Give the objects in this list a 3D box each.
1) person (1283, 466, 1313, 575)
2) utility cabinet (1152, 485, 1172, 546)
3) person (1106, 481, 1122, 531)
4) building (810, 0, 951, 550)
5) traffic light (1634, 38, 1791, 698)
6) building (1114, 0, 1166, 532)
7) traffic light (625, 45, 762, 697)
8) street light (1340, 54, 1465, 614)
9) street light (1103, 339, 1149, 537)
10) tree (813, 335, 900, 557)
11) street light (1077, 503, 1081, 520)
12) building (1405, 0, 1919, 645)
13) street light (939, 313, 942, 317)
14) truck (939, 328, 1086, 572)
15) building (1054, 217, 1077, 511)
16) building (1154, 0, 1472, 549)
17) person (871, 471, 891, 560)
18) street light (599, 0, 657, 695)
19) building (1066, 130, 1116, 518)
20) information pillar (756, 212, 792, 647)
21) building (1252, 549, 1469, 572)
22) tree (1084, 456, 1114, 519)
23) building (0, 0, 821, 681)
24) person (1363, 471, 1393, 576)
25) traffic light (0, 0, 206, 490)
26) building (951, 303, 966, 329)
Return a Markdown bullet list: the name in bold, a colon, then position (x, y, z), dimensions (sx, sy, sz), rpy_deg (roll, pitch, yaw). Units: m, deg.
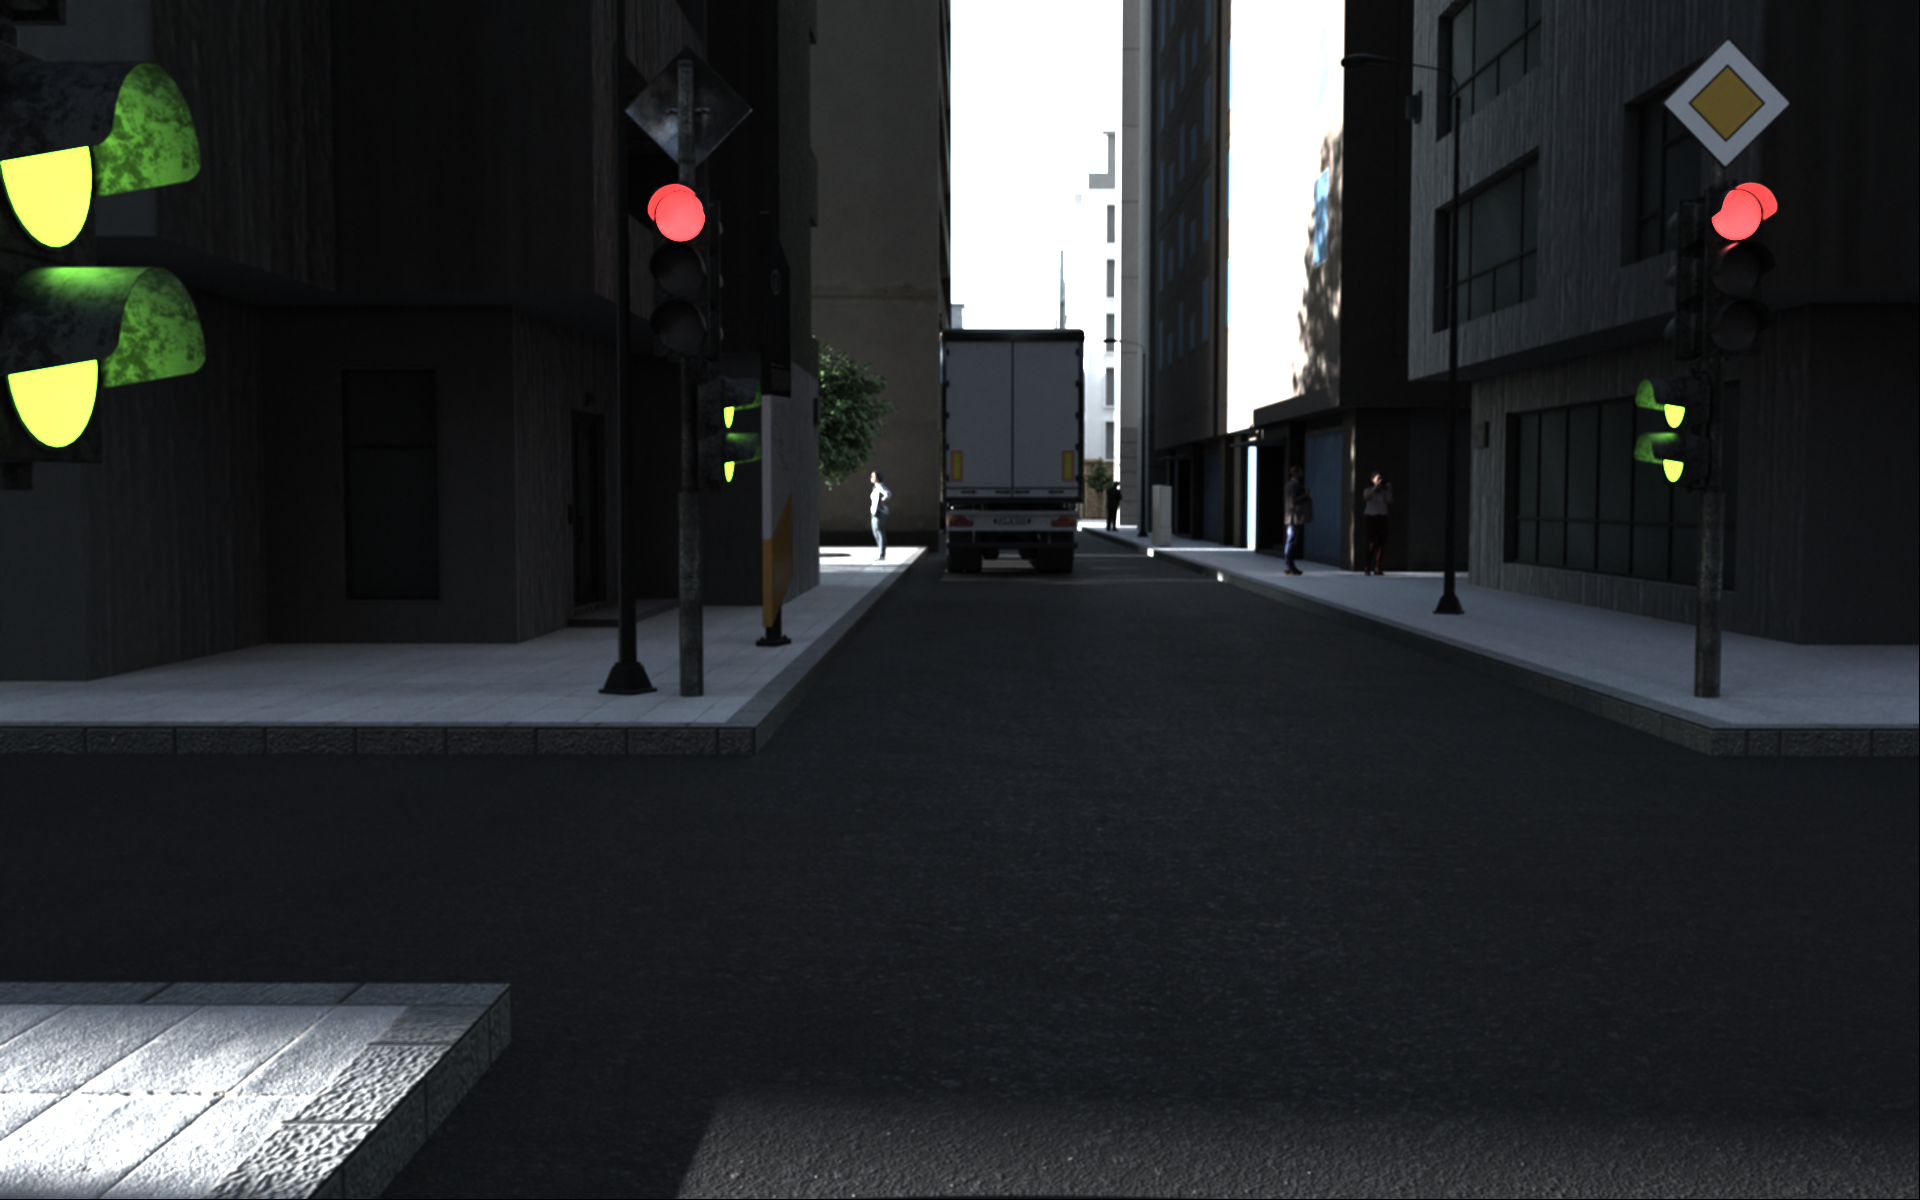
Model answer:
- **person**: position (5.365, -1.263, 27.510), dimensions (0.431, 1.722, 0.655), rpy_deg (0, 4, 5)
- **utility cabinet**: position (4.959, -2.067, 42.471), dimensions (0.318, 1.500, 1.173), rpy_deg (0, 4, -3)
- **person**: position (5.359, -3.271, 60.217), dimensions (0.565, 1.739, 0.600), rpy_deg (1, 4, 12)
- **building**: position (-11.069, -26.182, 51.780), dimensions (21.300, 48.544, 21.600), rpy_deg (0, 4, 1)
- **traffic light**: position (4.711, -1.341, 10.853), dimensions (0.839, 4.253, 0.868), rpy_deg (0, 4, 1)
- **building**: position (16.942, -32.307, 70.217), dimensions (21.231, 58.520, 28.212), rpy_deg (0, 4, 1)
- **traffic light**: position (-1.690, -1.344, 10.903), dimensions (0.839, 4.253, 0.868), rpy_deg (0, 4, 1)
- **street light**: position (4.719, -2.809, 18.463), dimensions (1.470, 5.913, 1.316), rpy_deg (0, 4, 1)
- **street light**: position (4.959, -4.854, 51.906), dimensions (1.470, 5.913, 1.316), rpy_deg (0, 4, 1)
- **tree**: position (-2.913, -3.190, 35.870), dimensions (4.285, 4.588, 4.351), rpy_deg (0, 3, 0)
- **street light**: position (5.276, -6.899, 85.342), dimensions (1.470, 5.913, 1.316), rpy_deg (0, 4, 1)
- **building**: position (13.142, -14.997, 16.897), dimensions (14.107, 30.474, 14.160), rpy_deg (0, 4, 1)
- **street light**: position (-1.164, -4.390, 44.316), dimensions (1.470, 5.913, 1.316), rpy_deg (0, 4, 1)
- **truck**: position (0.944, -2.816, 34.952), dimensions (2.839, 4.237, 11.283), rpy_deg (0, 4, 1)
- **building**: position (15.485, -15.397, 118.202), dimensions (16.747, 18.905, 31.486), rpy_deg (0, 4, 1)
- **building**: position (13.203, -24.362, 48.429), dimensions (14.600, 45.320, 14.200), rpy_deg (0, 4, 1)
- **person**: position (-1.541, -1.638, 33.552), dimensions (0.376, 1.734, 0.841), rpy_deg (0, 4, -6)
- **street light**: position (-1.608, -2.354, 11.023), dimensions (1.470, 5.913, 1.316), rpy_deg (0, 4, 1)
- **building**: position (14.018, -14.653, 95.998), dimensions (16.016, 20.091, 11.380), rpy_deg (0, 4, 1)
- **information pillar**: position (-1.562, -1.428, 14.697), dimensions (0.183, 3.616, 0.504), rpy_deg (1, 4, 16)
- **building**: position (13.098, -23.466, 33.776), dimensions (14.600, 45.320, 14.200), rpy_deg (0, 4, 1)
- **tree**: position (7.253, -5.765, 88.856), dimensions (1.663, 3.219, 1.824), rpy_deg (0, 3, 0)
- **building**: position (-9.086, -14.998, 16.918), dimensions (14.160, 30.474, 14.107), rpy_deg (0, 4, 1)
- **person**: position (6.604, -1.212, 27.324), dimensions (0.517, 1.644, 0.566), rpy_deg (2, 4, 33)
- **traffic light**: position (-1.771, -0.856, 2.918), dimensions (0.839, 4.253, 0.868), rpy_deg (0, 4, 1)
- **building**: position (-5.094, -19.682, 178.227), dimensions (11.380, 20.091, 16.016), rpy_deg (0, 4, 1)
